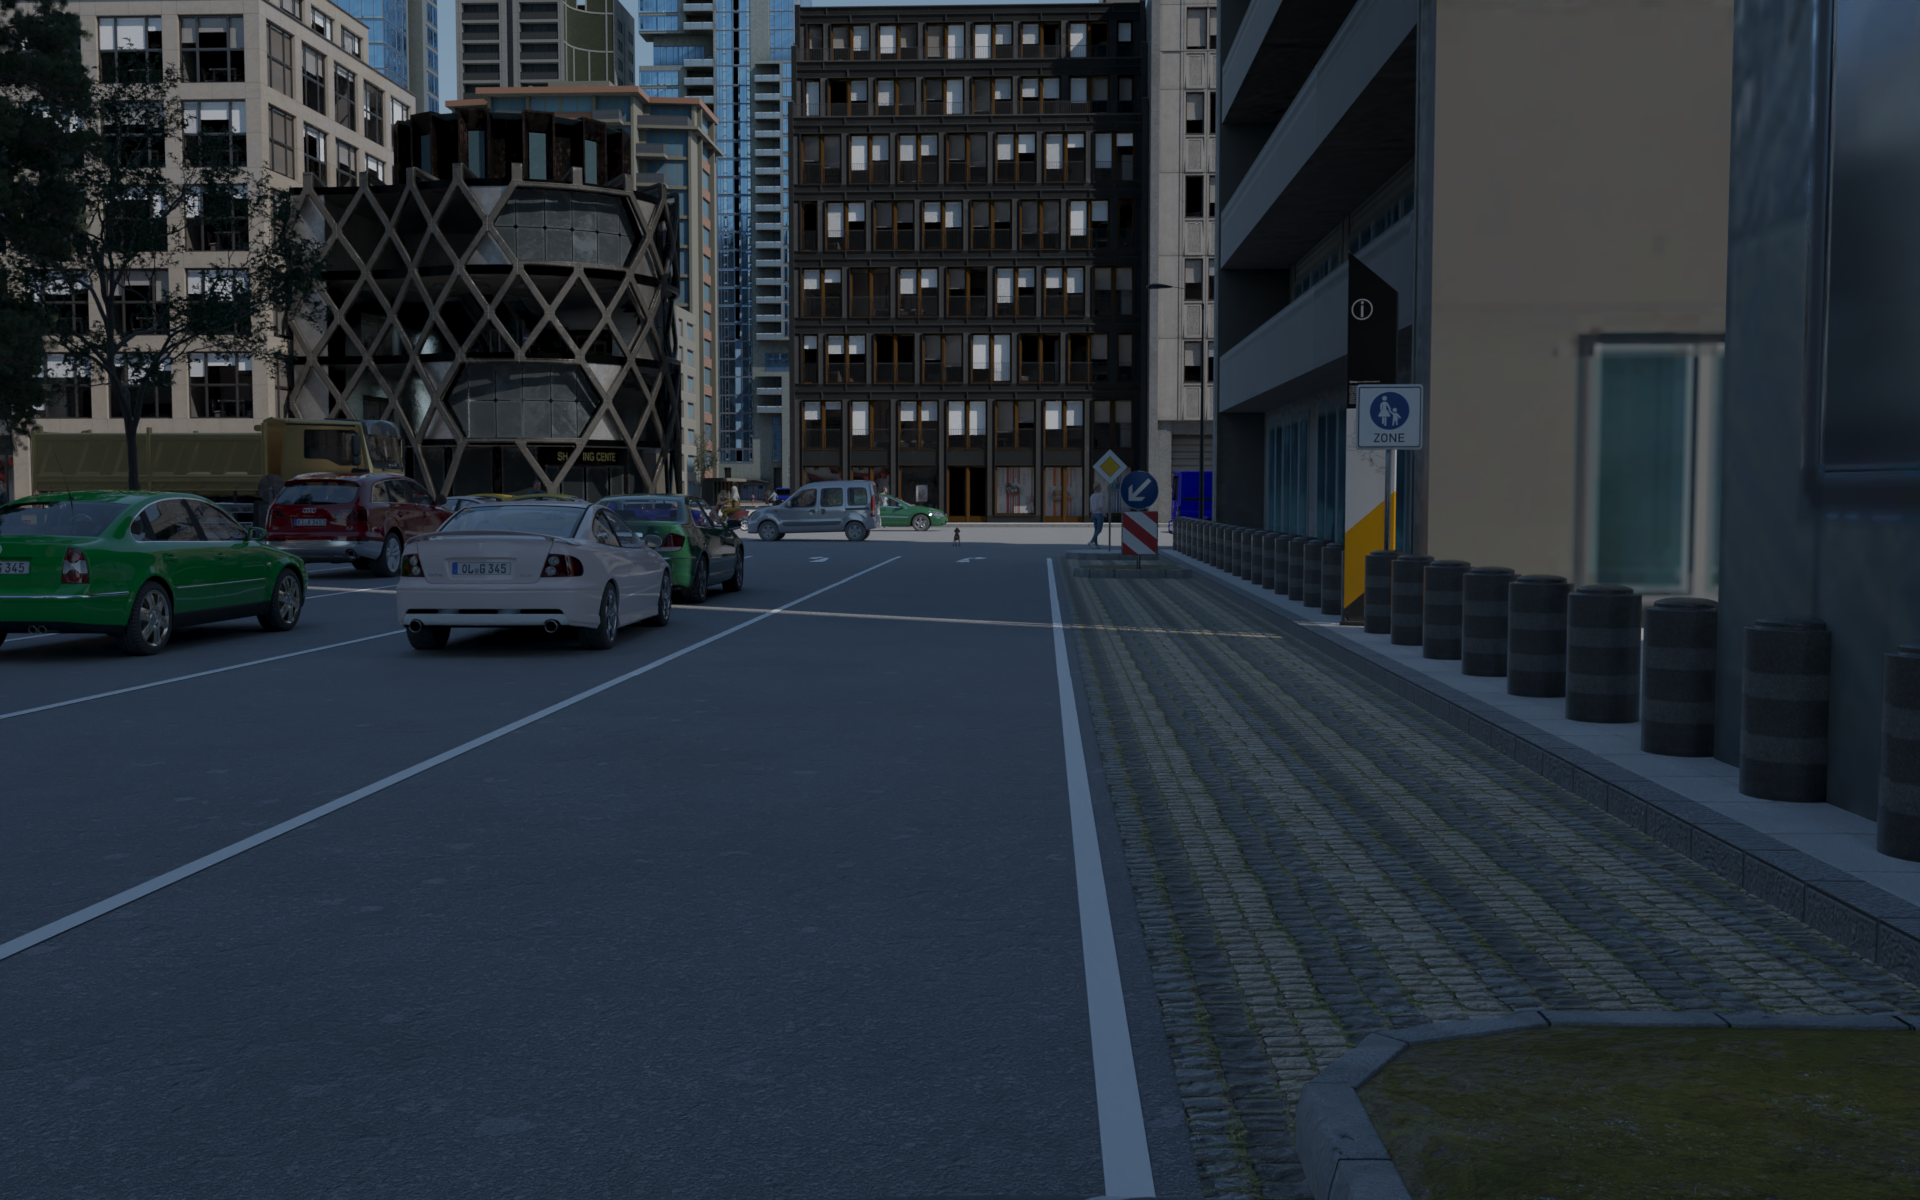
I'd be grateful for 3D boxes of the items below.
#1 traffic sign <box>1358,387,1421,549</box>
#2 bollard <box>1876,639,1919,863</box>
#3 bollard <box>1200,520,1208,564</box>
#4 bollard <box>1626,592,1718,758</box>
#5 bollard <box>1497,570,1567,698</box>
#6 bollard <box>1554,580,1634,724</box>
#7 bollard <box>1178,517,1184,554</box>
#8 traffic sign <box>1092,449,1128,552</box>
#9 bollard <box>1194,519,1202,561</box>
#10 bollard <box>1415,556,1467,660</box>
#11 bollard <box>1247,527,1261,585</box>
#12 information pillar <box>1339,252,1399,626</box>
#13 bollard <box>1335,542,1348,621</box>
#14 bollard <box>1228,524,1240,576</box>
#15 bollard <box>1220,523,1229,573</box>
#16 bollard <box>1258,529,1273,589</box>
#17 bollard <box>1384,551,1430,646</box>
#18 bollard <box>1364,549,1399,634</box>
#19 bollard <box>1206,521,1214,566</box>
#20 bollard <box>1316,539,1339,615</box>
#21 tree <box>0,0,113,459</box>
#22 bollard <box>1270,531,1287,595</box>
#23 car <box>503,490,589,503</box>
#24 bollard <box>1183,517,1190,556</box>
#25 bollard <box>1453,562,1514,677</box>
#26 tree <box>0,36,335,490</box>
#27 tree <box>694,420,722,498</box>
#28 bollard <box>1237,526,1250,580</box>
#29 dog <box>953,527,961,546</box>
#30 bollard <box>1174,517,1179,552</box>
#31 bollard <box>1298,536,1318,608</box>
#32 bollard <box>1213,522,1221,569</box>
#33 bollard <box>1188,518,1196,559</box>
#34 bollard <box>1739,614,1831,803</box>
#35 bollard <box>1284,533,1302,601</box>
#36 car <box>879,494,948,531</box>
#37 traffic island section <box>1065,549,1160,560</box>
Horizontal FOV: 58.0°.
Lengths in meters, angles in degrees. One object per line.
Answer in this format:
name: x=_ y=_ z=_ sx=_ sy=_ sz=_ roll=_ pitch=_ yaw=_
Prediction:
traffic sign: x=4.012 y=-0.864 z=16.255 sx=0.606 sy=2.300 sz=0.079 roll=0 pitch=4 yaw=7
bollard: x=3.483 y=0.525 z=6.137 sx=0.404 sy=0.777 sz=0.398 roll=0 pitch=3 yaw=0
bollard: x=4.701 y=-1.059 z=32.027 sx=0.404 sy=0.777 sz=0.398 roll=0 pitch=3 yaw=0
bollard: x=3.603 y=0.374 z=8.605 sx=0.404 sy=0.777 sz=0.398 roll=0 pitch=3 yaw=0
bollard: x=3.714 y=0.223 z=11.078 sx=0.404 sy=0.777 sz=0.398 roll=0 pitch=3 yaw=0
bollard: x=3.660 y=0.298 z=9.849 sx=0.404 sy=0.777 sz=0.398 roll=0 pitch=3 yaw=0
bollard: x=4.929 y=-1.360 z=36.954 sx=0.404 sy=0.777 sz=0.398 roll=0 pitch=3 yaw=0
traffic sign: x=3.338 y=-2.139 z=38.615 sx=0.795 sy=2.450 sz=0.064 roll=0 pitch=4 yaw=3
bollard: x=4.753 y=-1.134 z=33.255 sx=0.404 sy=0.777 sz=0.398 roll=0 pitch=3 yaw=0
bollard: x=3.830 y=0.072 z=13.545 sx=0.404 sy=0.777 sz=0.398 roll=0 pitch=3 yaw=0
bollard: x=4.351 y=-0.607 z=24.644 sx=0.404 sy=0.777 sz=0.398 roll=0 pitch=3 yaw=0
information pillar: x=3.965 y=-1.554 z=16.759 sx=0.504 sy=3.616 sz=0.183 roll=1 pitch=4 yaw=22
bollard: x=4.006 y=-0.156 z=17.261 sx=0.404 sy=0.777 sz=0.398 roll=0 pitch=3 yaw=0
bollard: x=4.465 y=-0.758 z=27.106 sx=0.404 sy=0.777 sz=0.398 roll=0 pitch=3 yaw=0
bollard: x=4.522 y=-0.833 z=28.341 sx=0.404 sy=0.777 sz=0.398 roll=0 pitch=3 yaw=0
bollard: x=4.293 y=-0.532 z=23.416 sx=0.404 sy=0.777 sz=0.398 roll=0 pitch=3 yaw=0
bollard: x=3.890 y=-0.005 z=14.796 sx=0.404 sy=0.777 sz=0.398 roll=0 pitch=3 yaw=0
bollard: x=3.949 y=-0.080 z=16.032 sx=0.404 sy=0.777 sz=0.398 roll=0 pitch=3 yaw=0
bollard: x=4.641 y=-0.984 z=30.798 sx=0.404 sy=0.777 sz=0.398 roll=0 pitch=3 yaw=0
bollard: x=4.064 y=-0.231 z=18.489 sx=0.404 sy=0.777 sz=0.398 roll=0 pitch=3 yaw=0
tree: x=-16.990 y=-6.263 z=26.915 sx=6.751 sy=12.117 sz=7.091 roll=0 pitch=3 yaw=0
bollard: x=4.235 y=-0.457 z=22.185 sx=0.404 sy=0.777 sz=0.398 roll=0 pitch=3 yaw=0
car: x=-10.325 y=-2.152 z=45.401 sx=3.980 sy=1.641 sz=2.015 roll=0 pitch=4 yaw=4
bollard: x=4.868 y=-1.285 z=35.726 sx=0.404 sy=0.777 sz=0.398 roll=0 pitch=3 yaw=0
bollard: x=3.777 y=0.147 z=12.307 sx=0.404 sy=0.777 sz=0.398 roll=0 pitch=3 yaw=0
tree: x=-16.199 y=-5.953 z=34.195 sx=8.767 sy=10.594 sz=7.601 roll=0 pitch=4 yaw=3
tree: x=-25.710 y=-13.556 z=172.001 sx=4.360 sy=8.622 sz=3.978 roll=0 pitch=3 yaw=0
bollard: x=4.408 y=-0.682 z=25.872 sx=0.404 sy=0.777 sz=0.398 roll=0 pitch=3 yaw=0
dog: x=-0.091 y=-1.740 z=47.739 sx=0.406 sy=0.507 sz=0.540 roll=-3 pitch=4 yaw=-37
bollard: x=4.986 y=-1.435 z=38.182 sx=0.404 sy=0.777 sz=0.398 roll=0 pitch=3 yaw=0
bollard: x=4.116 y=-0.306 z=19.717 sx=0.404 sy=0.777 sz=0.398 roll=0 pitch=3 yaw=0
bollard: x=4.581 y=-0.908 z=29.570 sx=0.404 sy=0.777 sz=0.398 roll=0 pitch=3 yaw=0
bollard: x=4.814 y=-1.210 z=34.498 sx=0.404 sy=0.777 sz=0.398 roll=0 pitch=3 yaw=0
bollard: x=3.539 y=0.450 z=7.365 sx=0.404 sy=0.777 sz=0.398 roll=0 pitch=3 yaw=0
bollard: x=4.178 y=-0.381 z=20.945 sx=0.404 sy=0.777 sz=0.398 roll=0 pitch=3 yaw=0
car: x=-2.923 y=-3.396 z=67.329 sx=4.920 sy=1.459 sz=2.131 roll=0 pitch=4 yaw=2
traffic island section: x=3.362 y=-1.004 z=38.691 sx=2.009 sy=0.180 sz=2.903 roll=0 pitch=4 yaw=3
